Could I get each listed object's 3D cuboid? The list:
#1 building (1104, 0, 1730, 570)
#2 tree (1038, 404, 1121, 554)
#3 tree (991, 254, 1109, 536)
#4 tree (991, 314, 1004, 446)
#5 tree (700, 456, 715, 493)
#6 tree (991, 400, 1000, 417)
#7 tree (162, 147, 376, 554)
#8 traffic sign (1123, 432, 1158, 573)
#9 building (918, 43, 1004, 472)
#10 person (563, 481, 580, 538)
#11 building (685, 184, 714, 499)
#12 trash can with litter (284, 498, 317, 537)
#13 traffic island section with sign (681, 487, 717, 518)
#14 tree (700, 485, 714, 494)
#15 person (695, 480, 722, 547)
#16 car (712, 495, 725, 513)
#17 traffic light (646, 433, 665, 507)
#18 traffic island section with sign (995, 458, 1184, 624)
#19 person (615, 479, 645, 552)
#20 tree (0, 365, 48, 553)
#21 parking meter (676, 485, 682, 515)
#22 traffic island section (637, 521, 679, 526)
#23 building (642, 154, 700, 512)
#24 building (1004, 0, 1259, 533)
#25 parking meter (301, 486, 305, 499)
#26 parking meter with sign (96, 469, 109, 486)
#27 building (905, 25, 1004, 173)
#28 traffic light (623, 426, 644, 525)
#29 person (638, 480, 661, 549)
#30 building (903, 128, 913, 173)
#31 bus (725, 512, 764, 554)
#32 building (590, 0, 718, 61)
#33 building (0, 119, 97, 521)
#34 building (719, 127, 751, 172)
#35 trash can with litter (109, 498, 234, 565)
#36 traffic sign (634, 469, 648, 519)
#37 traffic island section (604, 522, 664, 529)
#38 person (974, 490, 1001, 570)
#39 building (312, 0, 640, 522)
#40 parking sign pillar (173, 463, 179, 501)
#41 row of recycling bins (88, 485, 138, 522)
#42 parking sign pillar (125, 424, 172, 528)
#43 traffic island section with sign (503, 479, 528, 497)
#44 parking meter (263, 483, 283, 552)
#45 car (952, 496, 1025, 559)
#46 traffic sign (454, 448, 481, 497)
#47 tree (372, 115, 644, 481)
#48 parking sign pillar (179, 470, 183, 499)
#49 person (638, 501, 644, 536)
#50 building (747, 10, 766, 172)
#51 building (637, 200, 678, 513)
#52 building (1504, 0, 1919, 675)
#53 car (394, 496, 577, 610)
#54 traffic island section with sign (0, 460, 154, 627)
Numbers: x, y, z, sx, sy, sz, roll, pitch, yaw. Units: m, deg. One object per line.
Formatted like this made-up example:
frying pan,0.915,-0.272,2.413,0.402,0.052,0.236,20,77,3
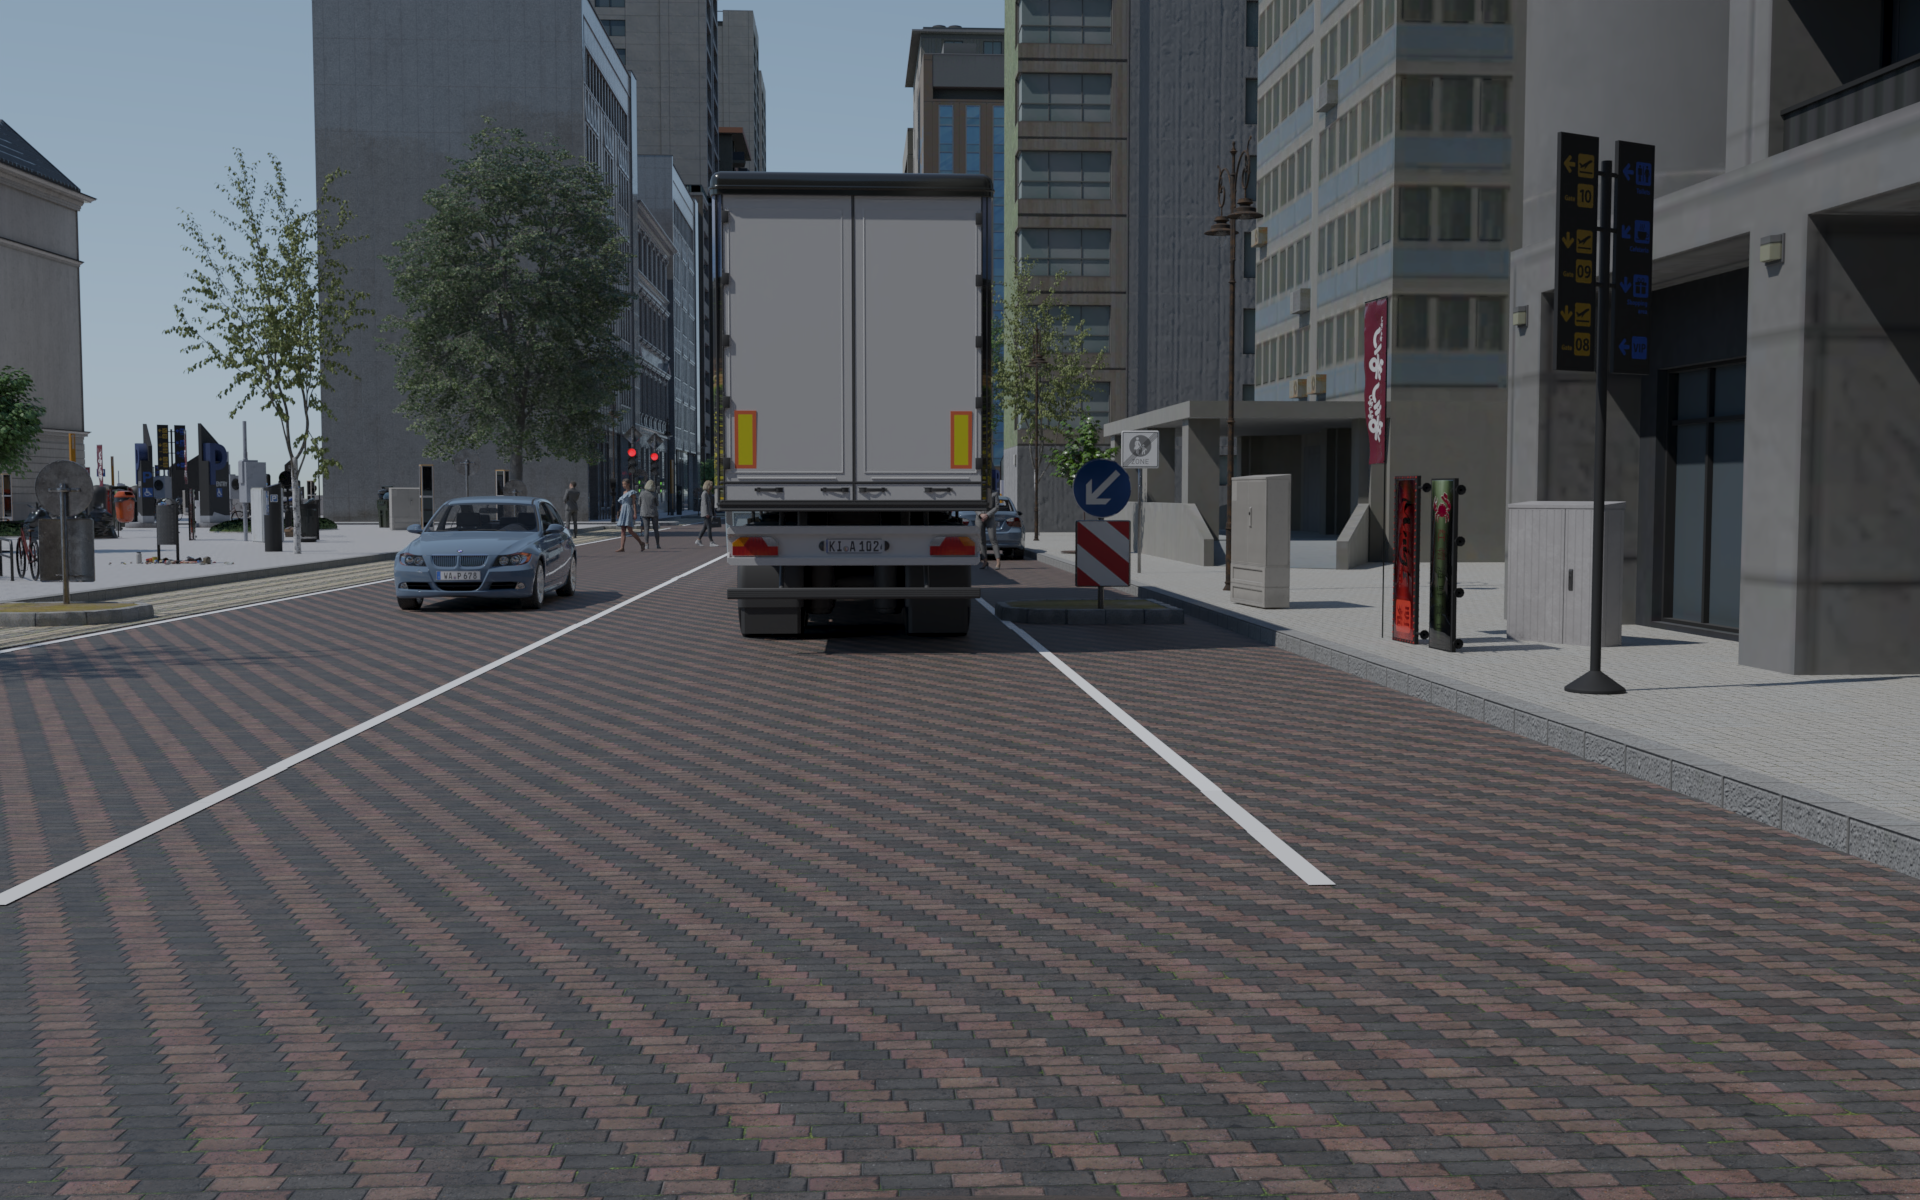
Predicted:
building,19.977,-21.131,37.380,32.217,40.220,23.993,0,4,-3
tree,2.766,-2.609,37.261,1.663,3.219,1.824,0,3,0
tree,2.406,-6.276,52.972,4.737,8.622,4.395,0,3,0
tree,-0.135,-10.182,92.236,9.928,11.665,9.643,0,3,0
tree,-20.502,-9.824,144.330,4.285,4.588,4.351,0,3,0
tree,-1.971,-12.241,117.148,9.611,12.733,9.660,0,3,0
tree,-14.313,-5.282,36.730,4.737,8.622,4.395,0,3,0
traffic sign,2.908,-1.585,28.046,0.606,2.300,0.079,0,4,-2
building,2.956,-32.047,174.072,14.600,45.320,14.200,0,4,-3
person,-12.630,-2.920,56.044,0.447,1.846,0.655,3,5,43
building,-29.655,-23.780,160.507,14.160,30.474,14.107,0,4,-3
trash can with litter,-19.649,-2.457,51.554,1.055,1.170,0.624,-1,4,-16
traffic island section with sign,-15.353,-5.707,101.938,1.989,1.847,2.006,0,4,-3
tree,-21.281,-9.424,148.688,1.663,3.219,1.824,0,3,0
person,-6.887,-2.365,47.350,0.728,1.800,0.709,1,4,14
car,-15.951,-6.333,115.548,2.014,1.417,4.499,0,4,-5
traffic light,-13.911,-5.521,79.189,0.839,4.253,0.868,0,4,-3
traffic island section with sign,1.428,-0.697,20.020,1.989,1.847,2.006,0,4,-3
person,-8.198,-2.092,42.797,0.778,1.811,0.616,-3,4,-38
tree,-21.588,-3.303,37.712,4.285,4.588,4.351,0,3,0
parking meter,-17.211,-6.140,106.097,0.255,1.863,0.399,-2,4,-26
traffic island section,-13.952,-3.489,79.321,2.009,0.180,2.903,0,4,-3
building,-26.581,-19.109,130.456,12.078,24.808,19.932,0,4,-3
building,8.487,-23.247,63.686,14.154,41.232,14.086,0,4,-3
parking meter,-50.115,-7.712,131.796,0.399,1.863,0.255,1,4,10
parking meter with sign,-59.493,-7.597,120.469,0.543,3.016,1.738,-1,4,-12
building,8.591,-37.052,195.037,28.713,52.752,27.495,0,4,-3
traffic light,-13.422,-5.034,71.219,0.839,4.253,0.868,0,4,-3
person,-8.145,-2.246,45.408,0.537,1.800,0.526,0,4,7
building,3.705,-36.435,219.414,21.300,48.544,21.600,0,4,-3
bus,-2.647,-2.343,33.166,2.948,3.499,13.247,0,4,-3
building,-32.961,-45.148,176.421,20.563,71.187,20.611,0,4,-3
building,-53.142,-13.330,82.577,19.286,19.102,10.561,0,4,-3
building,-35.659,-33.481,202.034,22.147,44.769,28.867,0,4,-3
trash can with litter,-14.369,-1.269,31.810,2.233,1.210,1.678,2,4,26
traffic sign,-16.163,-5.353,87.628,0.768,2.556,0.104,0,4,-2
traffic island section,-13.462,-3.001,71.351,2.009,0.180,2.903,0,4,-3
person,0.511,-1.479,32.963,0.520,1.790,0.573,0,4,-1
building,-23.776,-16.563,88.830,12.078,24.808,19.932,0,4,-3
parking sign pillar,-54.127,-8.020,119.592,1.447,3.967,1.447,2,4,27
row of recycling bins,-38.411,-4.393,78.933,1.069,1.692,3.534,1,4,11
parking sign pillar,-30.967,-4.729,65.787,1.447,3.967,1.447,-2,4,-33
traffic island section with sign,-11.943,-2.309,46.378,1.989,1.847,2.006,0,4,-3
parking meter,-15.294,-1.844,38.554,0.372,1.533,0.369,0,3,0
car,0.469,-1.673,39.349,2.014,1.417,4.499,0,4,-3
traffic sign,-13.744,-2.949,48.319,0.768,2.556,0.104,0,4,3
tree,-15.471,-9.397,60.295,9.857,13.997,8.962,0,3,0
parking sign pillar,-45.885,-7.072,104.094,1.447,3.967,1.447,-1,4,-18
person,-10.849,-2.813,59.175,0.352,1.250,0.332,1,4,22
building,-38.445,-50.361,261.648,20.563,71.187,20.611,0,4,-3
building,-24.677,-16.734,109.757,11.583,22.565,21.152,0,4,-3
building,16.377,-34.719,5.913,20.563,71.187,20.611,0,4,-3
car,-6.207,-0.676,23.063,2.014,1.417,4.499,0,4,-4
traffic island section with sign,-10.287,-0.663,19.472,1.989,1.847,2.006,0,4,-3
